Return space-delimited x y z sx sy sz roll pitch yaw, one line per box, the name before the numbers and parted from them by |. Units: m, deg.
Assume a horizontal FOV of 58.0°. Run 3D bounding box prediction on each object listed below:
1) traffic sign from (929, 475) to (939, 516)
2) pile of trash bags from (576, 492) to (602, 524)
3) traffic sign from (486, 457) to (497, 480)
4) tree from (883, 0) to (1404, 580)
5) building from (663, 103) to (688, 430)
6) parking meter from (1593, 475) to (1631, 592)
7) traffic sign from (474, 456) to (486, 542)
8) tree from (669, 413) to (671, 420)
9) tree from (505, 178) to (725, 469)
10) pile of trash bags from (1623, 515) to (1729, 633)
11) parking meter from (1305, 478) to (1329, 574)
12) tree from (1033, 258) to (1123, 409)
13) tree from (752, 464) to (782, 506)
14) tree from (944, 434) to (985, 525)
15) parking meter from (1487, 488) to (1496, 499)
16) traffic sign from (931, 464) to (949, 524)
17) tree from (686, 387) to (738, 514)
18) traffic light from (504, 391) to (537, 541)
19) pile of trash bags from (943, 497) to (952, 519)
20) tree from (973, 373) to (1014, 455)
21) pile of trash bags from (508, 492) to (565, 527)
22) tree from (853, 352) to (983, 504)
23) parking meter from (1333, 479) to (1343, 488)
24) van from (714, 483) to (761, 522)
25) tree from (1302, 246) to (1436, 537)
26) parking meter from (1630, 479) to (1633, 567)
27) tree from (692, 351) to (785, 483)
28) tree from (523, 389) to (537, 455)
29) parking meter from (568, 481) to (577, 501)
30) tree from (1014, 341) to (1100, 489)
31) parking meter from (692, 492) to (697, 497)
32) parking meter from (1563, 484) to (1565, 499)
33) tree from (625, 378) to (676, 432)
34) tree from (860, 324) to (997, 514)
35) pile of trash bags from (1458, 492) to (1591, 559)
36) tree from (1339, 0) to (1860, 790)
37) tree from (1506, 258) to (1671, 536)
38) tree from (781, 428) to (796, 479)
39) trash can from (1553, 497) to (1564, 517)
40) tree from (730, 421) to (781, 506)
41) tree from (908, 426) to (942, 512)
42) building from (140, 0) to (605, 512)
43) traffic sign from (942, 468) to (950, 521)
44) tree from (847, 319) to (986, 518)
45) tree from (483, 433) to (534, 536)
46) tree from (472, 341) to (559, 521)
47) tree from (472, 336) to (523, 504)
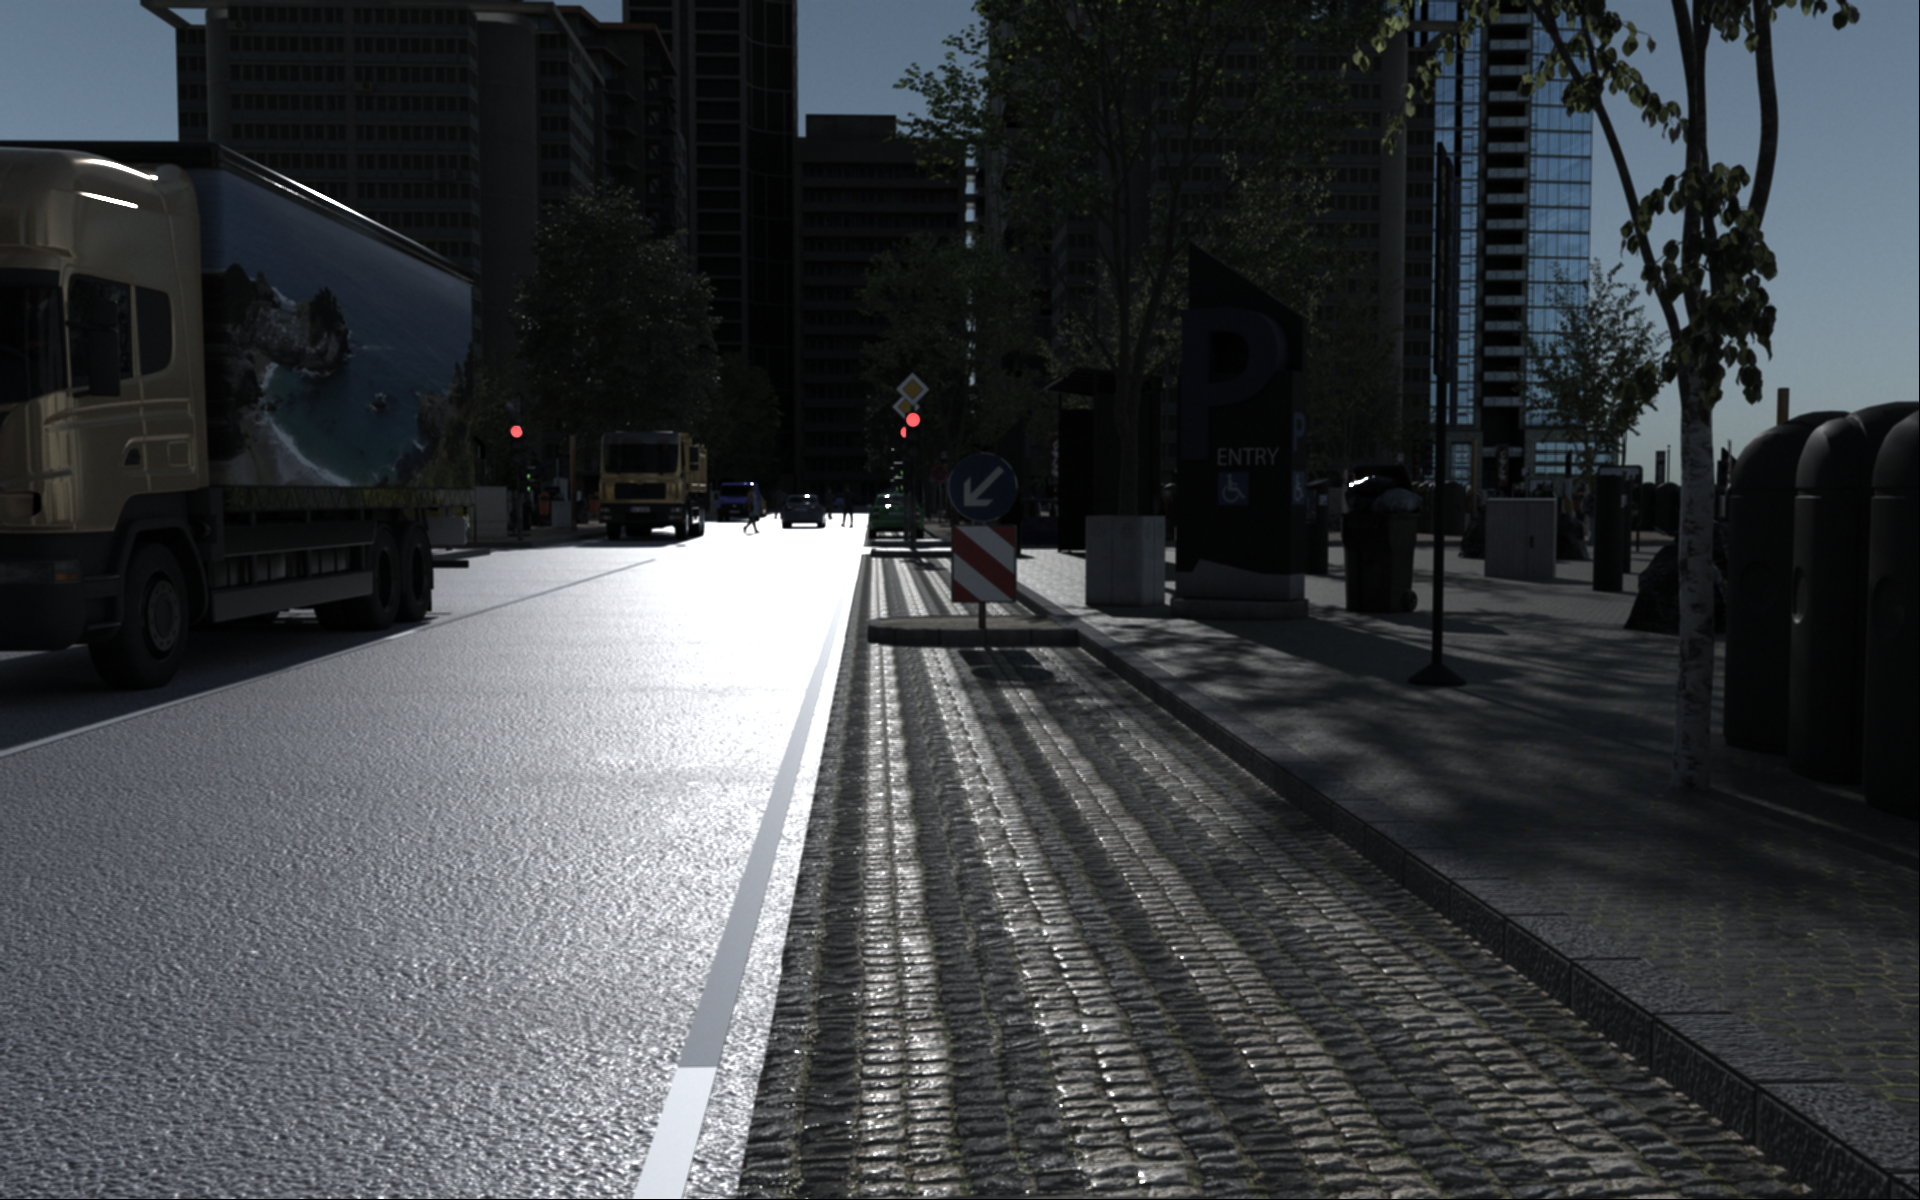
traffic sign | -1.433 -6.195 101.391 0.768 2.556 0.104 0 4 5
pile of trash bags | -16.730 -3.994 75.057 3.447 1.369 1.912 3 4 38
traffic sign | -14.680 -3.246 54.255 0.795 2.450 0.064 0 4 5
tree | 2.546 -6.104 25.554 9.928 11.665 9.643 0 3 0
building | -36.078 -30.523 182.637 14.086 41.232 14.154 0 4 -3
parking meter | 8.590 -0.888 22.931 0.372 1.533 0.369 0 3 0
traffic sign | -13.066 -2.722 46.642 0.606 2.300 0.079 0 4 6
tree | -17.191 -12.062 122.971 9.928 11.665 9.643 0 3 0
tree | -13.752 -10.004 70.226 9.857 13.997 8.962 0 3 0
pile of trash bags | 8.103 -0.429 16.767 3.447 1.369 1.912 -3 4 -37
parking meter | 5.717 -1.183 27.758 0.372 1.533 0.369 0 3 0
tree | 4.649 -6.225 52.149 4.360 8.622 3.978 0 3 0
tree | -18.996 -11.326 168.891 4.285 4.588 4.351 0 3 0
tree | 0.442 -3.743 55.797 1.663 3.219 1.824 0 3 0
parking meter | 23.888 -4.248 77.862 0.372 1.533 0.369 0 3 0
traffic sign | -0.856 -4.528 74.134 0.768 2.556 0.104 0 4 4
tree | -16.656 -10.009 114.002 4.737 8.622 4.395 0 3 0
traffic light | -12.053 -3.579 47.431 0.839 4.253 0.868 0 4 -3
pile of trash bags | -0.007 -4.834 88.781 1.912 1.369 3.447 1 4 12
tree | 2.573 -9.271 101.943 4.737 8.622 4.395 0 3 0
pile of trash bags | -16.809 -3.611 68.795 1.912 1.369 3.447 -2 4 -26
tree | -3.410 -13.800 135.994 12.009 13.543 11.850 0 3 0
parking meter | 15.126 -3.891 69.328 0.255 1.863 0.399 -2 4 -34
van | -11.647 -5.317 91.320 2.240 2.365 5.245 0 4 -2
tree | 11.280 -6.187 51.519 4.737 8.622 4.395 0 3 0
parking meter | 10.798 -1.220 28.363 0.372 1.533 0.369 0 3 0
tree | -17.717 -13.412 137.415 7.486 12.596 7.792 0 3 0
tree | -29.850 -10.064 114.914 4.360 8.622 3.978 0 3 0
parking meter | -17.385 -4.402 77.687 0.399 1.863 0.255 0 4 -7
tree | 5.022 -8.156 83.705 4.737 8.622 4.395 0 3 0
parking meter | -16.275 -5.970 106.025 0.372 1.533 0.369 0 3 0
parking meter | 42.204 -7.022 120.527 0.255 1.863 0.399 3 4 36
tree | -19.541 -9.616 107.590 4.360 8.622 3.978 0 3 0
tree | -2.009 -12.057 114.141 9.611 12.733 9.660 0 3 0
pile of trash bags | 11.869 -1.526 34.700 3.447 1.369 1.912 -1 4 -18
tree | 2.960 -3.483 7.317 4.360 8.622 3.978 0 3 0
tree | 19.131 -6.297 53.318 4.737 8.622 4.395 0 3 0
tree | -19.527 -14.215 182.772 4.360 8.622 3.978 0 3 0
trash can | 26.829 -4.067 78.151 0.748 1.137 0.748 0 3 0
tree | -18.960 -12.524 155.122 4.360 8.622 3.978 0 3 0
tree | -2.591 -10.607 123.791 4.737 8.622 4.395 0 3 0
building | -41.294 -26.969 132.816 32.217 40.220 23.993 0 4 -3
traffic sign | -0.664 -5.122 83.848 0.768 2.556 0.104 0 4 2
tree | -2.002 -9.658 92.316 7.601 10.594 8.767 1 4 20
tree | -13.665 -3.574 53.033 1.663 3.219 1.824 0 3 0
tree | -21.491 -8.101 82.821 4.737 8.622 4.395 0 3 0
tree | -22.511 -7.765 77.317 4.360 8.622 3.978 0 3 0
